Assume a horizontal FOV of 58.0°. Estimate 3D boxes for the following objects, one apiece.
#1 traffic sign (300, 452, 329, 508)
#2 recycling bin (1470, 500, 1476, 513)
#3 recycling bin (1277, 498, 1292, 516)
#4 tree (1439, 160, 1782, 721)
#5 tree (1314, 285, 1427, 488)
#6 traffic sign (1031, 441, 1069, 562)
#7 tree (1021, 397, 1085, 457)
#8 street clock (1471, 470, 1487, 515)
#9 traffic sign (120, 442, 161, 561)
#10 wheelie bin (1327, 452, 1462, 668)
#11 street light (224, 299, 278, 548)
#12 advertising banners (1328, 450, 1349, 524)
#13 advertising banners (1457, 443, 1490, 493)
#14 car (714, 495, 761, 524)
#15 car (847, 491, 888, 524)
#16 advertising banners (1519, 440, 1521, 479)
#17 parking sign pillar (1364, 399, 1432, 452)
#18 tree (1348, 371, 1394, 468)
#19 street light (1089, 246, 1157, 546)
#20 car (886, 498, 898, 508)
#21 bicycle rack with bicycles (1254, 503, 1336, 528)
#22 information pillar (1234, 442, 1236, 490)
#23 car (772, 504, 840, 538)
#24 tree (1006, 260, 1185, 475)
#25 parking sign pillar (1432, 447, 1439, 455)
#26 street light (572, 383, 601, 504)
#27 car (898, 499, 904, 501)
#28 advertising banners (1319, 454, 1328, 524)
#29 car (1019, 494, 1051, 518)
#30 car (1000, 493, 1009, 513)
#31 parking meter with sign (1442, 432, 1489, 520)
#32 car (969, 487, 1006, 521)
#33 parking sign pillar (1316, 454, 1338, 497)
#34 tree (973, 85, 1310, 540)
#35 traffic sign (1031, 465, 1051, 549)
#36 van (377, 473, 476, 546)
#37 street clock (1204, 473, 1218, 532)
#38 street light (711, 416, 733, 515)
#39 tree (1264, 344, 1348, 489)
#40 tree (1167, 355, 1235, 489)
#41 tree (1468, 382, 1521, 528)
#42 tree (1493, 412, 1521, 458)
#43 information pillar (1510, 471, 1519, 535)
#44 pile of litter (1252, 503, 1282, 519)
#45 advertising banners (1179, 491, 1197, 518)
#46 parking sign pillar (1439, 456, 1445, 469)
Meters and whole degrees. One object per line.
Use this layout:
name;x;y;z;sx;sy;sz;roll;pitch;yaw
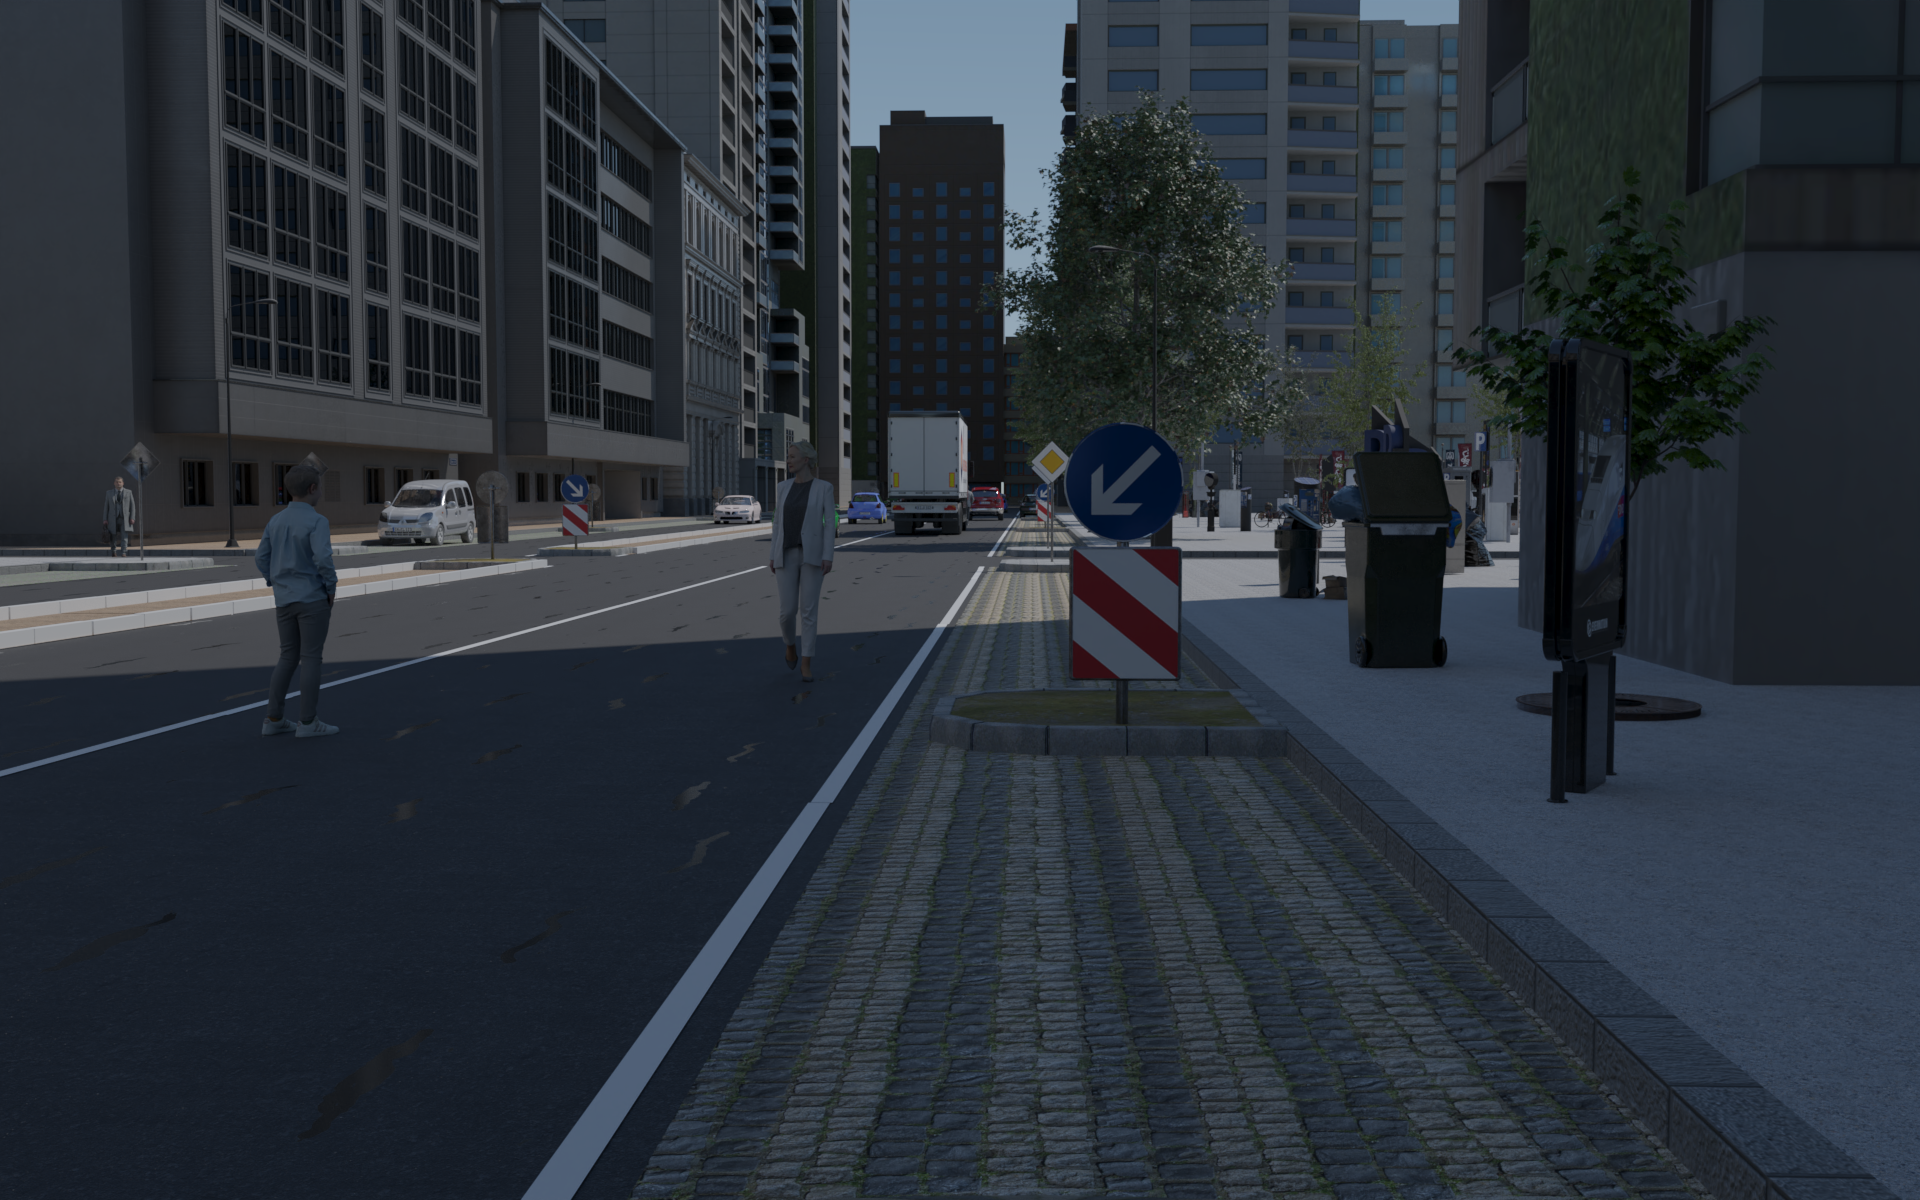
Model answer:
traffic sign;-15.465;-2.307;41.368;0.795;2.450;0.064;0;4;2
recycling bin;21.776;-3.739;73.684;0.722;1.027;0.722;0;4;7
recycling bin;19.261;-5.514;102.706;0.722;1.027;0.722;2;4;28
tree;3.935;-0.947;10.086;1.663;3.219;1.824;0;3;0
tree;14.687;-6.828;61.995;4.737;8.622;4.395;0;3;0
traffic sign;1.733;-1.774;32.646;0.795;2.450;0.064;0;4;2
tree;7.388;-10.819;111.295;7.601;10.594;8.767;0;4;0
street clock;15.326;-2.857;51.276;0.471;2.002;0.358;1;4;15
traffic sign;-15.795;-1.819;33.389;0.795;2.450;0.064;0;4;2
wheelie bin;3.221;-0.309;12.961;0.980;1.594;0.693;0;4;-4
street light;-16.939;-4.211;41.389;1.470;5.913;1.316;0;4;2
advertising banners;15.909;-4.474;69.332;2.074;3.025;0.090;1;4;17
advertising banners;17.945;-3.846;59.071;2.074;3.025;0.090;3;4;38
car;-10.750;-4.376;83.909;2.083;1.381;4.827;0;4;1
car;-4.475;-4.537;83.779;1.945;1.707;3.694;0;4;1
advertising banners;10.690;-2.139;31.153;2.074;3.025;0.090;-2;4;-30
parking sign pillar;12.164;-3.658;48.284;1.447;3.967;1.447;0;4;2
tree;23.076;-9.241;101.451;4.360;8.622;3.978;0;3;0
street light;3.109;-3.670;32.539;1.470;5.913;1.316;0;4;2
car;-6.915;-10.772;185.902;2.009;1.686;4.222;0;4;4
bicycle rack with bicycles;13.138;-3.256;66.624;2.925;0.926;2.852;3;4;37
information pillar;11.779;-5.072;74.282;0.183;3.616;0.504;1;4;10
car;-4.869;-2.831;55.075;1.959;1.807;4.718;0;4;2
tree;5.973;-9.489;73.273;7.486;12.596;7.792;0;3;0
parking sign pillar;19.507;-5.217;73.774;1.447;3.967;1.447;1;4;14
street light;-15.709;-6.122;72.643;1.470;5.913;1.316;0;4;2
car;-3.262;-6.755;119.477;2.155;1.783;4.494;0;4;1
advertising banners;15.670;-4.790;74.501;0.090;3.025;2.074;0;3;0
car;4.453;-5.687;102.765;2.009;1.686;4.222;0;4;4
car;2.801;-7.581;133.535;1.945;1.707;3.694;0;4;4
parking meter with sign;13.798;-3.177;48.206;1.738;3.016;0.543;-1;4;-19
car;1.380;-5.287;95.122;2.281;1.827;5.304;0;4;1
parking sign pillar;22.949;-7.322;108.192;1.447;3.967;1.447;2;4;34
tree;5.091;-8.083;49.172;9.611;12.733;9.660;0;3;0
traffic sign;2.064;-2.262;40.624;0.795;2.450;0.064;0;4;2
van;-15.067;-2.567;48.988;2.013;2.044;4.112;0;4;2
street clock;8.546;-3.325;58.941;0.358;2.002;0.471;-2;4;-35
street light;-14.279;-8.023;103.719;1.470;5.913;1.316;0;4;2
tree;16.466;-8.184;84.173;4.360;8.622;3.978;0;3;0
tree;11.602;-8.285;85.819;4.737;8.622;4.395;0;3;0
tree;21.382;-7.075;66.040;4.737;8.622;4.395;0;3;0
tree;32.980;-9.205;100.858;4.360;8.622;3.978;0;3;0
information pillar;17.384;-3.053;54.412;0.304;2.012;0.304;1;4;9
pile of litter;16.156;-4.712;91.007;1.719;0.858;1.176;1;4;19
advertising banners;12.169;-5.938;93.271;2.074;3.025;0.090;-3;5;-42
parking sign pillar;26.942;-6.714;98.244;1.447;3.967;1.447;-1;4;-17
